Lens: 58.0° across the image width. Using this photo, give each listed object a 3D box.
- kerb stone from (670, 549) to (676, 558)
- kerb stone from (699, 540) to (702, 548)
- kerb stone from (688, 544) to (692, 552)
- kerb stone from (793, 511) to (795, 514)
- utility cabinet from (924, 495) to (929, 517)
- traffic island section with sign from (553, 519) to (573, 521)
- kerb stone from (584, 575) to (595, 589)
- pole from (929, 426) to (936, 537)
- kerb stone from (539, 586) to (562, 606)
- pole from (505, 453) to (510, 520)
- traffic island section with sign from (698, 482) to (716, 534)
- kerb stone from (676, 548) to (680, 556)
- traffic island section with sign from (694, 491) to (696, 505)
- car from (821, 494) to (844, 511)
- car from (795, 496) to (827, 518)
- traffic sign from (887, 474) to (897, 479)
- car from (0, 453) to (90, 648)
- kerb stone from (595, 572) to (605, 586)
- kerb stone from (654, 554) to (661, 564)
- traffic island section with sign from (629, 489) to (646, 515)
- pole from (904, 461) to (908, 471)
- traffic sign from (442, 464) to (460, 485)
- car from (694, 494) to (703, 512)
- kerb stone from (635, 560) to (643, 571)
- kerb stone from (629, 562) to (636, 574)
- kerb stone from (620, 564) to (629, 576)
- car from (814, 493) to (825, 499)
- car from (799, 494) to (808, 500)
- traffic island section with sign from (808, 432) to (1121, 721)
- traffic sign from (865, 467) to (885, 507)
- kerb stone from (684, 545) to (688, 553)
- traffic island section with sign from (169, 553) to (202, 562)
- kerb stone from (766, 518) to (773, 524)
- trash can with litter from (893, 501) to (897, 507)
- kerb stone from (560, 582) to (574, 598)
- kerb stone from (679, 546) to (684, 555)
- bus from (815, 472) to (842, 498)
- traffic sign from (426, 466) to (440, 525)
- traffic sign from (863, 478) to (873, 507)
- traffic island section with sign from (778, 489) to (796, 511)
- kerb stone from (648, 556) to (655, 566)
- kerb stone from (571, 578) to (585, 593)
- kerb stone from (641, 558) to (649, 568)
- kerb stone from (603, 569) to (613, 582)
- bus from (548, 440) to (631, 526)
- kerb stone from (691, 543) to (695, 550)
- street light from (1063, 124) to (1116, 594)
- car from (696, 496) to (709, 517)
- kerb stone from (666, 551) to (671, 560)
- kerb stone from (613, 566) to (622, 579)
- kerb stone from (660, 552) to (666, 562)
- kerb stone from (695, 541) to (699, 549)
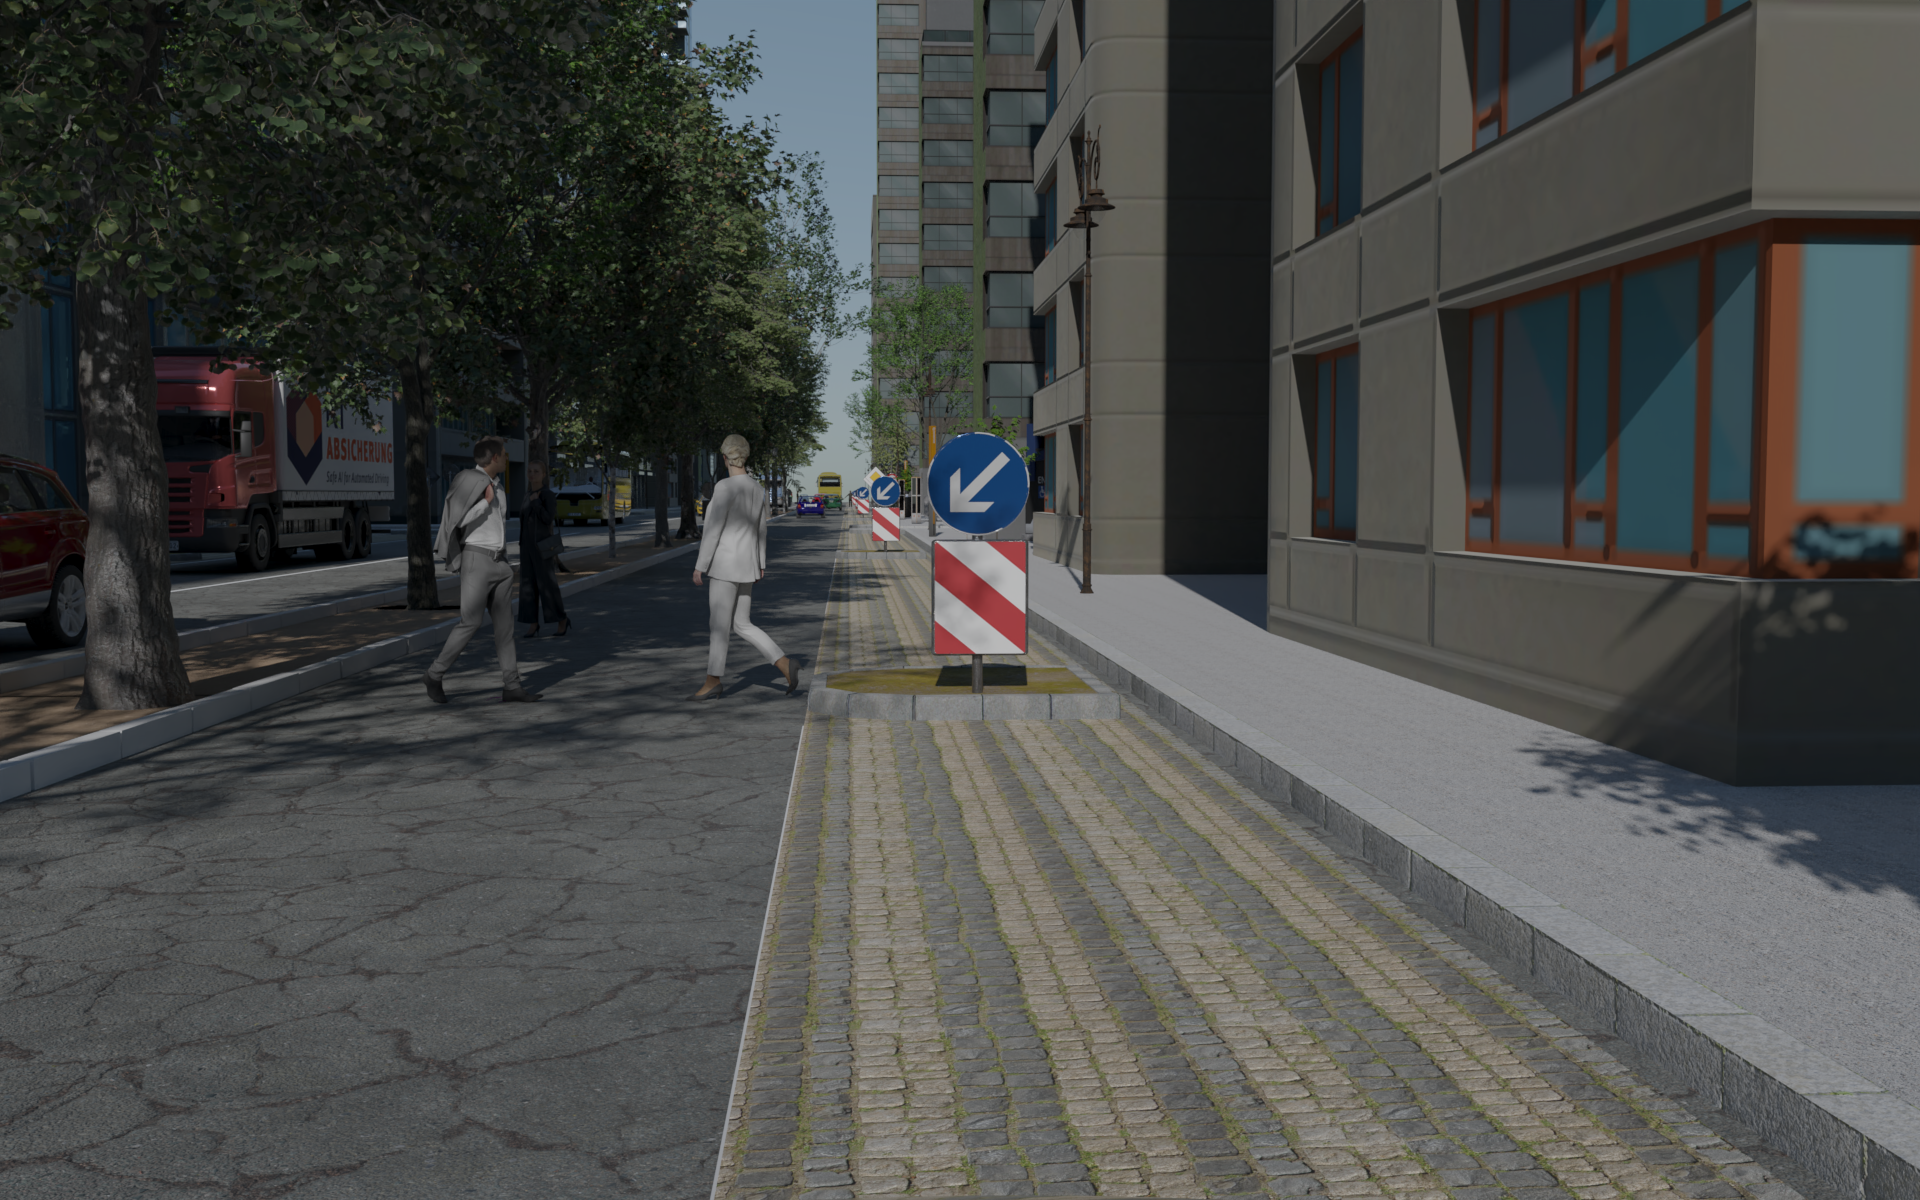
[{"bbox_3d":[-6.493,-0.999,38.523,0.120,0.150,1.000,0,4,-4],"label":"kerb stone"},{"bbox_3d":[-6.956,-1.430,45.678,0.120,0.150,1.000,0,4,-4],"label":"kerb stone"},{"bbox_3d":[-6.755,-1.249,42.612,0.120,0.150,1.000,0,4,-4],"label":"kerb stone"},{"bbox_3d":[-11.896,-6.097,121.920,0.120,0.150,1.000,0,4,-4],"label":"kerb stone"},{"bbox_3d":[-1.849,-5.294,97.721,0.306,1.237,1.020,0,4,3],"label":"utility cabinet"},{"bbox_3d":[-21.118,-5.173,93.205,1.989,1.847,2.006,0,4,-4],"label":"traffic island section with sign"},{"bbox_3d":[-5.699,-0.247,26.240,0.120,0.150,1.000,0,4,-4],"label":"kerb stone"},{"bbox_3d":[-0.825,-3.549,51.864,0.158,3.312,0.155,0,3,0],"label":"pole"},{"bbox_3d":[-5.507,-0.059,23.166,0.120,0.150,1.000,0,4,-4],"label":"kerb stone"},{"bbox_3d":[-22.273,-5.585,85.156,0.158,3.312,0.155,0,3,0],"label":"pole"},{"bbox_3d":[-9.166,-3.371,63.256,2.006,1.907,1.989,0,4,-4],"label":"traffic island section with sign"},{"bbox_3d":[-6.556,-1.058,39.545,0.120,0.150,1.000,0,4,-4],"label":"kerb stone"},{"bbox_3d":[-26.016,-9.799,168.848,1.989,1.847,2.006,0,4,-4],"label":"traffic island section with sign"},{"bbox_3d":[-11.130,-8.460,150.126,2.131,1.459,4.920,0,4,-4],"label":"car"},{"bbox_3d":[-8.936,-5.573,103.703,1.945,1.354,3.894,0,4,-5],"label":"car"},{"bbox_3d":[-4.210,-6.555,107.273,0.768,2.556,0.104,0,4,-1],"label":"traffic sign"},{"bbox_3d":[-9.237,-0.366,14.665,2.281,1.827,5.304,0,4,-3],"label":"car"},{"bbox_3d":[-5.760,-0.305,27.268,0.120,0.150,1.000,0,4,-4],"label":"kerb stone"},{"bbox_3d":[-6.296,-0.805,35.455,0.120,0.150,1.000,0,4,-4],"label":"kerb stone"},{"bbox_3d":[-22.861,-6.818,120.104,1.989,1.847,2.006,0,4,-4],"label":"traffic island section with sign"},{"bbox_3d":[-3.285,-6.839,105.653,0.158,3.312,0.155,0,3,0],"label":"pole"},{"bbox_3d":[-21.483,-4.462,73.056,0.768,2.556,0.104,0,4,5],"label":"traffic sign"},{"bbox_3d":[-20.567,-7.994,140.931,2.015,1.641,3.980,0,4,-2],"label":"car"},{"bbox_3d":[-6.098,-0.620,32.391,0.120,0.150,1.000,0,4,-4],"label":"kerb stone"},{"bbox_3d":[-6.028,-0.561,31.365,0.120,0.150,1.000,0,4,-4],"label":"kerb stone"},{"bbox_3d":[-5.961,-0.497,30.338,0.120,0.150,1.000,0,4,-4],"label":"kerb stone"},{"bbox_3d":[-13.180,-9.507,164.486,2.155,1.783,4.494,0,4,-5],"label":"car"},{"bbox_3d":[-26.139,-16.998,289.912,2.014,1.417,4.499,0,4,-5],"label":"car"},{"bbox_3d":[-0.037,-0.196,11.837,1.989,1.847,2.006,0,4,-4],"label":"traffic island section with sign"},{"bbox_3d":[-3.074,-3.651,63.332,0.795,2.450,0.064,0,4,-4],"label":"traffic sign"},{"bbox_3d":[-6.696,-1.180,41.590,0.120,0.150,1.000,0,4,-4],"label":"kerb stone"},{"bbox_3d":[-17.486,-1.747,37.192,1.989,1.847,2.006,0,4,-4],"label":"traffic island section with sign"},{"bbox_3d":[-9.709,-4.024,88.162,0.120,0.150,1.000,0,4,-4],"label":"kerb stone"},{"bbox_3d":[-4.462,-6.897,124.150,0.624,1.170,1.055,-2,4,-24],"label":"trash can with litter"},{"bbox_3d":[-5.562,-0.116,24.191,0.120,0.150,1.000,0,4,-4],"label":"kerb stone"},{"bbox_3d":[-6.623,-1.118,40.566,0.120,0.150,1.000,0,4,-4],"label":"kerb stone"},{"bbox_3d":[-14.588,-12.309,192.798,2.896,3.916,12.252,0,4,-5],"label":"bus"},{"bbox_3d":[-19.086,-3.589,62.320,0.795,2.450,0.064,0,4,-4],"label":"traffic sign"},{"bbox_3d":[-3.590,-4.138,71.301,0.795,2.450,0.064,0,4,-4],"label":"traffic sign"},{"bbox_3d":[-14.499,-8.409,145.630,2.006,1.907,1.989,0,4,-4],"label":"traffic island section with sign"},{"bbox_3d":[-6.231,-0.744,34.431,0.120,0.150,1.000,0,4,-4],"label":"kerb stone"},{"bbox_3d":[-5.636,-0.185,25.218,0.120,0.150,1.000,0,4,-4],"label":"kerb stone"},{"bbox_3d":[-6.165,-0.681,33.411,0.120,0.150,1.000,0,4,-4],"label":"kerb stone"},{"bbox_3d":[-5.832,-0.373,28.288,0.120,0.150,1.000,0,4,-4],"label":"kerb stone"},{"bbox_3d":[-17.173,-5.443,80.539,2.896,3.916,12.252,0,4,-5],"label":"bus"},{"bbox_3d":[-6.834,-1.311,43.632,0.120,0.150,1.000,0,4,-4],"label":"kerb stone"},{"bbox_3d":[1.639,-3.022,22.196,0.468,5.910,1.993,0,4,-4],"label":"street light"},{"bbox_3d":[-15.936,-6.199,111.584,2.015,1.641,3.980,0,4,-3],"label":"car"},{"bbox_3d":[-6.429,-0.932,37.502,0.120,0.150,1.000,0,4,-4],"label":"kerb stone"},{"bbox_3d":[-5.898,-0.436,29.318,0.120,0.150,1.000,0,4,-4],"label":"kerb stone"},{"bbox_3d":[-6.354,-0.873,36.476,0.120,0.150,1.000,0,4,-4],"label":"kerb stone"},{"bbox_3d":[-6.892,-1.374,44.652,0.120,0.150,1.000,0,4,-4],"label":"kerb stone"}]
